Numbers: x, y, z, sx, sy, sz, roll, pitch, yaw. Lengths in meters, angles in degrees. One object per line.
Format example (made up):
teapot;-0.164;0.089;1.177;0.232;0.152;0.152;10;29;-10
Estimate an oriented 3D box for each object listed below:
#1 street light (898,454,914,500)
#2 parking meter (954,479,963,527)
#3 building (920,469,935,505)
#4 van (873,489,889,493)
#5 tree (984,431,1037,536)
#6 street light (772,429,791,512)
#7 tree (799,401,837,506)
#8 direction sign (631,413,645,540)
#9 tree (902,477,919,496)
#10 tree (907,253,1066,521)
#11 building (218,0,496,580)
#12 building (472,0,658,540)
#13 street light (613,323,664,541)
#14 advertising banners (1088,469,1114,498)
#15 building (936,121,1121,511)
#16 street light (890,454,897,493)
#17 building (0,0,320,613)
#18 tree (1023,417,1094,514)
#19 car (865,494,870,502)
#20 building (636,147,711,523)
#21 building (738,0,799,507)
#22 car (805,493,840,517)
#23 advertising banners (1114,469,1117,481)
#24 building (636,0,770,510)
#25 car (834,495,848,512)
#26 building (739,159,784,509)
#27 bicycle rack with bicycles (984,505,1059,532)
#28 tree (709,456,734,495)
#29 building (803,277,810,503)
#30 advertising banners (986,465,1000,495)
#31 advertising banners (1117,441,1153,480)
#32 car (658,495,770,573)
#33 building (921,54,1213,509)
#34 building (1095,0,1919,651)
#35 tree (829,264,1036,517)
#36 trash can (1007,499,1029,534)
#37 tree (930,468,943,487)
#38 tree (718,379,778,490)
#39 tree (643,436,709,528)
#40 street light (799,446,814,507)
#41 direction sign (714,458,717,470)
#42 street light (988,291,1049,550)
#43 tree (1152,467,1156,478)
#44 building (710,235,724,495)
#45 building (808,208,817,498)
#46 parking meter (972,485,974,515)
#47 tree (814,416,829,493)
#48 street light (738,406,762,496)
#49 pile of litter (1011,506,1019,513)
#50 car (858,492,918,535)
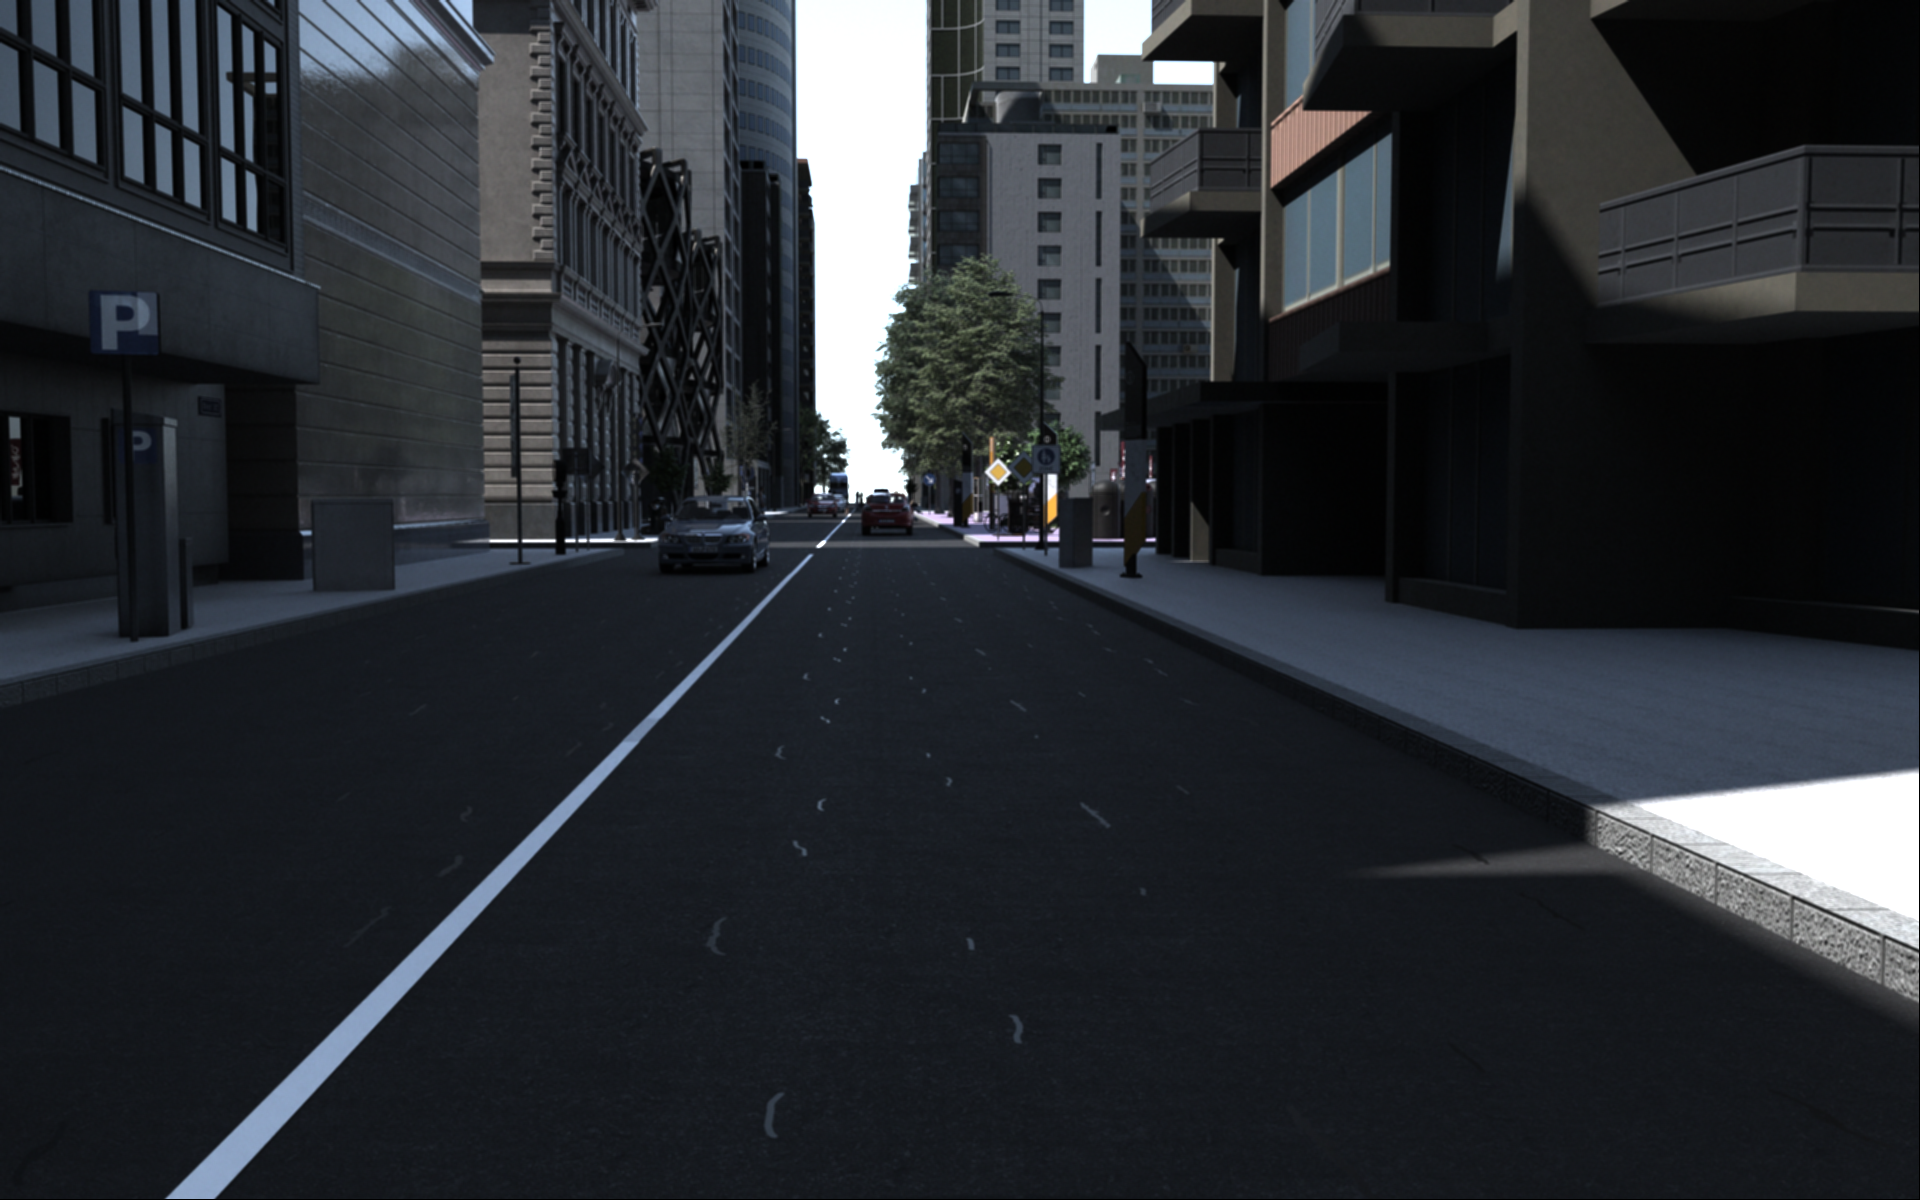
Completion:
street light;-4.714;-11.201;155.684;1.470;5.913;1.316;0;4;-3
parking meter;-0.052;-3.831;68.354;0.399;1.863;0.255;0;4;1
building;10.010;-20.756;184.397;27.650;21.520;28.899;0;4;-3
van;-8.727;-11.523;192.776;2.240;2.365;5.245;0;4;-1
tree;1.396;-3.568;52.933;1.663;3.219;1.824;0;3;0
street light;-12.716;-9.241;123.637;1.470;5.913;1.316;0;4;-3
tree;-17.643;-16.319;192.578;9.928;11.665;9.643;0;3;0
direction sign;-9.041;-3.459;48.549;0.379;3.537;0.876;1;4;9
tree;-4.900;-10.817;171.463;1.663;3.219;1.824;0;3;0
tree;1.289;-10.039;82.270;7.486;12.596;7.792;0;3;0
building;-19.836;-14.986;30.922;20.117;28.700;13.634;0;4;-3
building;-16.627;-13.950;56.958;11.050;23.489;19.941;0;4;-3
street light;-8.748;-4.565;47.182;1.470;5.913;1.316;0;4;-3
advertising banners;9.897;-7.570;119.957;2.074;3.025;0.090;1;4;16
building;5.003;-22.417;138.211;14.160;30.474;14.107;0;4;-3
street light;-7.041;-13.849;198.969;1.470;5.913;1.316;0;4;-3
building;-15.339;-13.356;11.882;14.314;27.812;24.014;0;4;-3
tree;4.135;-5.538;74.258;4.285;4.588;4.351;0;3;0
car;-12.463;-14.367;246.700;2.131;1.459;4.920;0;4;-1
building;-20.267;-12.711;75.280;16.820;18.784;16.811;0;4;-3
building;-26.982;-38.376;169.446;21.231;58.520;28.212;0;4;-3
car;-8.548;-6.026;107.561;2.155;1.783;4.494;0;4;-5
advertising banners;9.592;-6.079;95.585;2.074;3.025;0.090;-2;4;-25
building;-25.105;-42.349;130.658;20.563;71.187;20.611;0;4;-3
car;-10.092;-7.791;139.743;2.083;1.381;4.827;0;4;-2
building;-22.665;-23.099;149.377;14.160;30.474;14.107;0;4;-3
bicycle rack with bicycles;2.242;-2.733;58.069;2.925;0.926;2.852;-1;4;-13
tree;-12.101;-5.676;87.408;1.663;3.219;1.824;0;3;0
building;-32.441;-37.998;244.971;21.300;48.544;21.600;0;4;-3
advertising banners;1.972;-6.615;104.350;0.090;3.025;2.074;2;4;26
advertising banners;5.769;-3.665;56.117;0.090;3.025;2.074;-2;4;-28
car;-4.636;-1.289;33.072;2.014;1.417;4.499;0;4;-1
building;12.757;-28.473;157.412;32.217;40.220;23.993;0;4;-3
building;14.464;-22.584;23.878;22.147;44.769;28.867;0;4;-3
tree;-0.395;-11.521;95.017;9.857;13.997;8.962;0;3;0
trash can;1.846;-2.659;55.132;0.748;1.137;0.748;0;3;0
tree;-1.387;-10.787;126.727;4.737;8.622;4.395;0;3;0
tree;-13.788;-9.881;111.909;4.360;8.622;3.978;0;3;0
tree;-9.726;-3.875;57.962;1.663;3.219;1.824;0;3;0
street light;-14.938;-11.910;167.274;1.470;5.913;1.316;0;4;-3
direction sign;-15.221;-7.108;108.215;0.379;3.537;0.876;-2;4;-27
street light;1.345;-4.115;39.823;1.470;5.913;1.316;0;4;-3
tree;11.901;-6.606;102.616;1.663;3.219;1.824;0;3;0
building;-21.933;-14.076;97.587;16.820;18.784;16.811;0;4;-3
building;-28.995;-37.494;263.139;14.600;45.320;14.200;0;4;-3
parking meter;0.942;-6.148;106.225;0.255;1.863;0.399;2;4;30
tree;-21.974;-22.815;279.677;9.857;13.997;8.962;0;3;0
street light;-11.068;-7.244;90.985;1.470;5.913;1.316;0;4;-3
pile of litter;2.918;-5.165;98.406;1.176;0.858;1.719;0;4;4
car;-2.565;-3.220;61.694;2.155;1.783;4.494;0;4;-1
